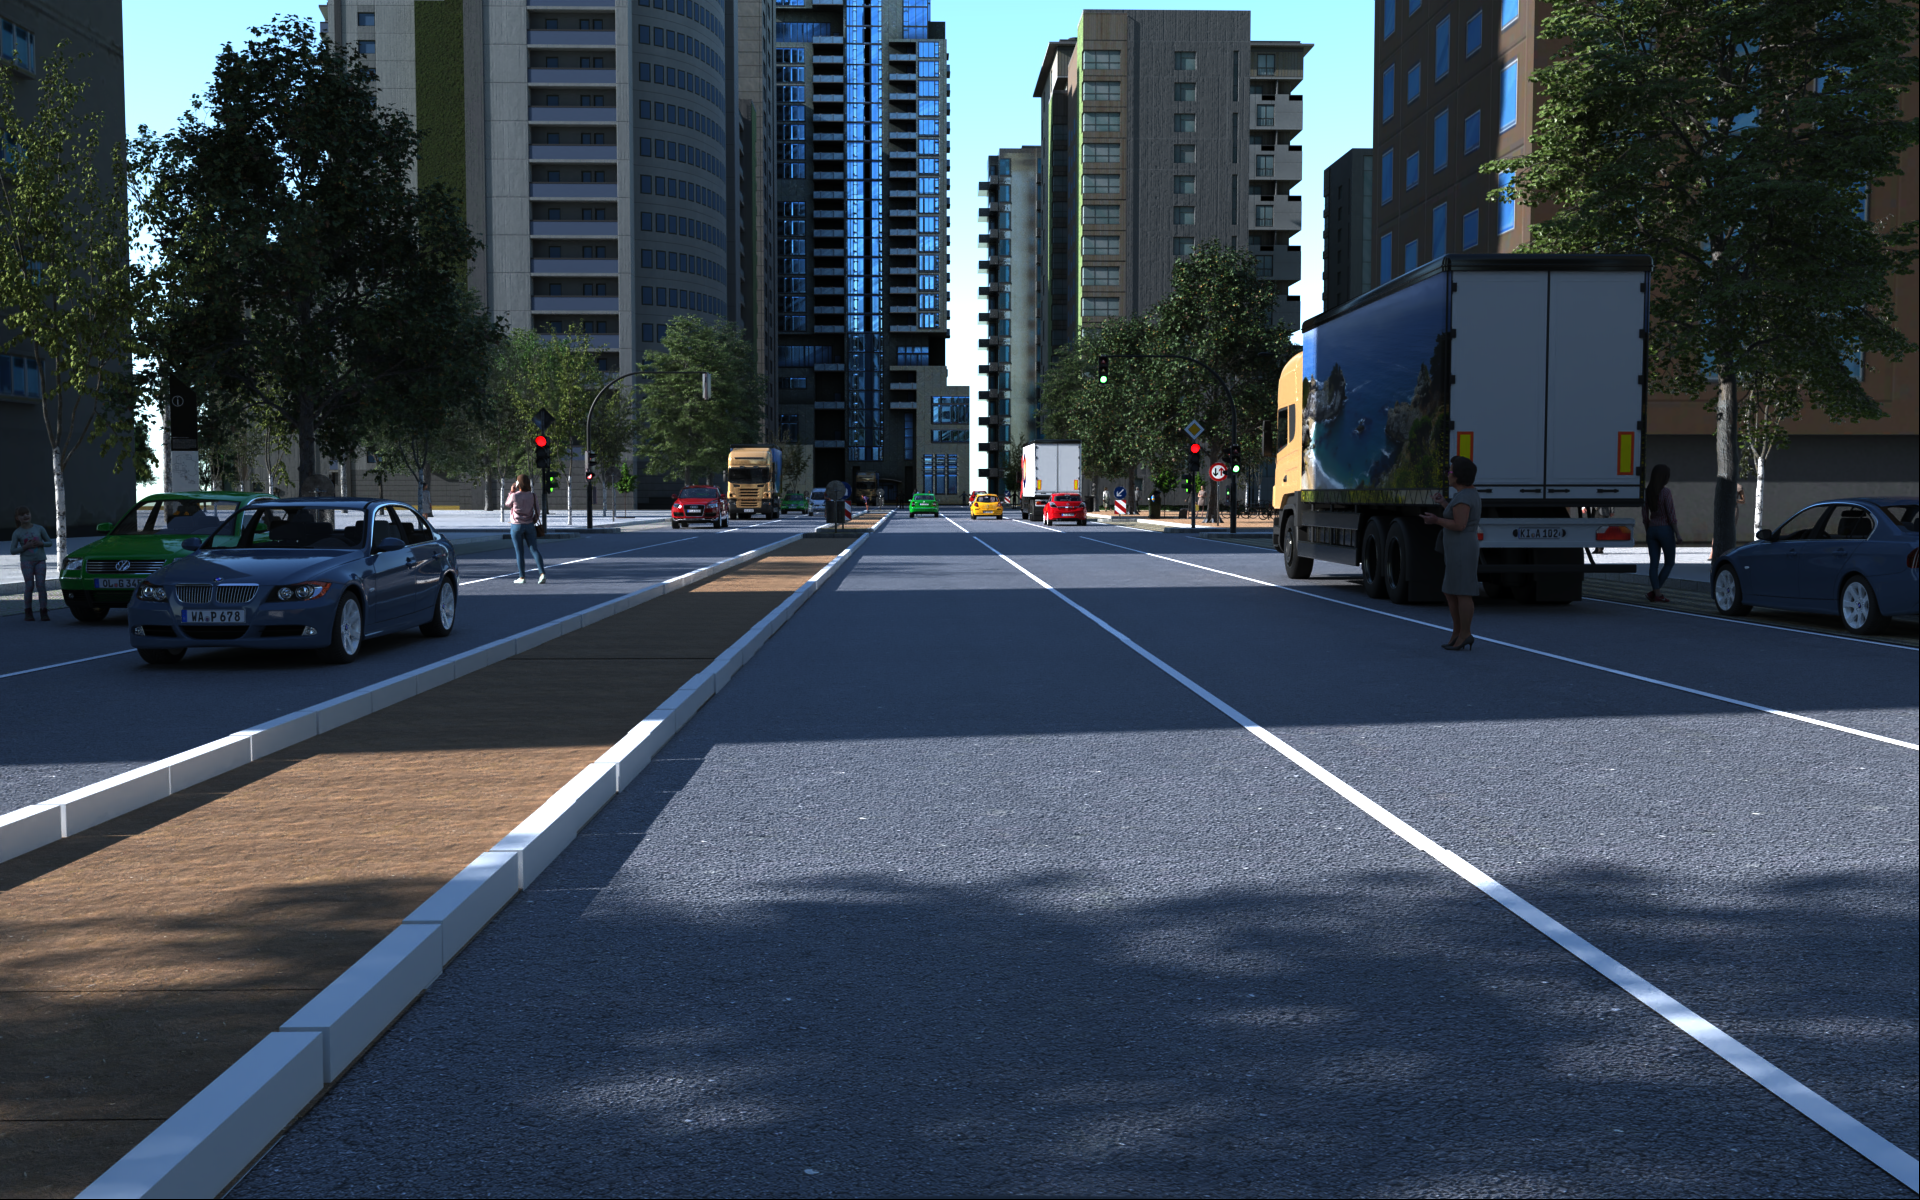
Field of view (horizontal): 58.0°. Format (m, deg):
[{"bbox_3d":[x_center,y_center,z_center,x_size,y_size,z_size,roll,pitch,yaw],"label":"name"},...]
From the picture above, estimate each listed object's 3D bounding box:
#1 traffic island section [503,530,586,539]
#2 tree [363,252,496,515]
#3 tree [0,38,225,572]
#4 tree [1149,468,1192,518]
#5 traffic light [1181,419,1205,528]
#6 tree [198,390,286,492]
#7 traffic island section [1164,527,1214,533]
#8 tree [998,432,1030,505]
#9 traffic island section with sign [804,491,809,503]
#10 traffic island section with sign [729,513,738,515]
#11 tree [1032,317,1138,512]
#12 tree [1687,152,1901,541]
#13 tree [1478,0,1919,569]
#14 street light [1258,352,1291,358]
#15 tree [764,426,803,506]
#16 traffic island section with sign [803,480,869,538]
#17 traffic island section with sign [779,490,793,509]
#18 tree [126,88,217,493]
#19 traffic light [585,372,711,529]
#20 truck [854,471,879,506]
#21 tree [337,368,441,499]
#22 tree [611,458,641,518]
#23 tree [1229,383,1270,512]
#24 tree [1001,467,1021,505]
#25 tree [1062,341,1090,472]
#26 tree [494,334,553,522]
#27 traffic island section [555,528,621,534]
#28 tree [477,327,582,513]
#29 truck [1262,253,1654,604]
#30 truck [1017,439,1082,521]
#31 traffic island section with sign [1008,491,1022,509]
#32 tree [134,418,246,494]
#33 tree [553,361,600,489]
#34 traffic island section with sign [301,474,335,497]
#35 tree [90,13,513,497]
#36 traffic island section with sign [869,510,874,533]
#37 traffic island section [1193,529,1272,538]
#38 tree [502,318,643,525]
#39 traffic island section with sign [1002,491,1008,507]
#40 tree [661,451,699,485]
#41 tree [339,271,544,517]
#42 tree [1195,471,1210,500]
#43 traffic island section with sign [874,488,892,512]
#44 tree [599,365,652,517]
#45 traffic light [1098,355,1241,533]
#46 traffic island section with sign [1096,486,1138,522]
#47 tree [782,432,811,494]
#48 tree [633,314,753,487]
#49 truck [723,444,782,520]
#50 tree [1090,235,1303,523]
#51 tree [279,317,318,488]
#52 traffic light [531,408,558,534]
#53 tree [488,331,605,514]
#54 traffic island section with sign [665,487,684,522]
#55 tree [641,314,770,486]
[{"bbox_3d":[-13.537,-2.083,56.341,2.009,0.180,2.903,0,4,-2],"label":"traffic island section"},{"bbox_3d":[-16.207,-6.200,51.732,4.360,8.622,3.978,0,3,0],"label":"tree"},{"bbox_3d":[-14.616,-4.766,28.280,4.737,8.622,4.395,0,3,0],"label":"tree"},{"bbox_3d":[10.962,-5.931,91.570,1.663,3.219,1.824,0,3,0],"label":"tree"},{"bbox_3d":[8.731,-4.643,64.834,0.839,4.253,0.868,0,4,-2],"label":"traffic light"},{"bbox_3d":[-42.873,-9.387,103.834,4.360,8.622,3.978,0,3,0],"label":"tree"},{"bbox_3d":[8.771,-2.610,64.949,2.009,0.180,2.903,0,4,-2],"label":"traffic island section"},{"bbox_3d":[6.681,-15.509,203.940,4.737,8.622,4.395,0,3,0],"label":"tree"},{"bbox_3d":[-17.068,-11.294,193.284,1.989,1.847,2.006,0,4,-2],"label":"traffic island section with sign"},{"bbox_3d":[-14.903,-6.605,116.626,1.989,1.847,2.006,0,4,-2],"label":"traffic island section with sign"},{"bbox_3d":[9.943,-13.432,126.276,9.857,13.997,8.962,0,3,0],"label":"tree"},{"bbox_3d":[17.194,-5.274,36.596,4.360,8.622,3.978,0,3,0],"label":"tree"},{"bbox_3d":[12.364,-6.750,28.484,7.486,12.596,7.792,0,3,0],"label":"tree"},{"bbox_3d":[10.448,-5.158,56.881,1.470,5.913,1.316,0,4,-2],"label":"street light"},{"bbox_3d":[-19.375,-14.491,187.296,4.360,8.622,3.978,0,3,0],"label":"tree"},{"bbox_3d":[-4.112,-2.979,56.839,2.006,1.907,1.989,0,4,-2],"label":"traffic island section with sign"},{"bbox_3d":[-16.295,-9.646,166.340,1.989,1.847,2.006,0,4,-2],"label":"traffic island section with sign"},{"bbox_3d":[-34.650,-13.636,78.837,12.611,20.169,13.585,0,3,0],"label":"tree"},{"bbox_3d":[-11.632,-5.481,64.283,4.771,5.953,1.251,0,4,-2],"label":"traffic light"},{"bbox_3d":[-11.207,-13.509,209.780,2.839,4.237,11.283,0,4,-1],"label":"truck"},{"bbox_3d":[-35.659,-10.553,106.959,8.767,10.594,7.601,0,4,2],"label":"tree"},{"bbox_3d":[-17.688,-5.940,91.727,1.663,3.219,1.824,0,3,0],"label":"tree"},{"bbox_3d":[18.975,-9.972,113.402,4.360,8.622,3.978,0,3,0],"label":"tree"},{"bbox_3d":[6.691,-13.916,211.233,4.285,4.588,4.351,0,3,0],"label":"tree"},{"bbox_3d":[10.596,-11.655,107.560,9.611,12.733,9.660,0,3,0],"label":"tree"},{"bbox_3d":[-21.217,-7.926,79.949,4.360,8.622,3.978,0,3,0],"label":"tree"},{"bbox_3d":[-13.761,-2.571,64.323,2.009,0.180,2.903,0,4,-2],"label":"traffic island section"},{"bbox_3d":[-29.495,-12.259,118.559,7.486,12.596,7.792,0,3,0],"label":"tree"},{"bbox_3d":[6.765,-2.256,25.805,2.839,4.237,11.283,0,4,-1],"label":"truck"},{"bbox_3d":[4.805,-6.449,94.352,2.839,4.237,11.283,0,4,-2],"label":"truck"},{"bbox_3d":[5.904,-9.679,166.882,1.989,1.847,2.006,0,4,-2],"label":"traffic island section with sign"},{"bbox_3d":[-58.474,-9.468,117.716,11.467,7.101,20.602,1,4,13],"label":"tree"},{"bbox_3d":[-21.050,-8.288,85.873,4.360,8.622,3.978,0,3,0],"label":"tree"},{"bbox_3d":[-12.581,-1.525,33.555,1.989,1.847,2.006,0,4,-2],"label":"traffic island section with sign"},{"bbox_3d":[-15.762,-7.633,41.811,9.611,12.733,9.660,0,3,0],"label":"tree"},{"bbox_3d":[-4.311,-3.432,64.243,2.006,1.907,1.989,0,4,-2],"label":"traffic island section with sign"},{"bbox_3d":[8.996,-2.122,56.967,2.009,0.180,2.903,0,4,-2],"label":"traffic island section"},{"bbox_3d":[-16.490,-7.436,71.940,4.737,8.622,4.395,0,3,0],"label":"tree"},{"bbox_3d":[5.146,-11.327,193.827,1.989,1.847,2.006,0,4,-2],"label":"traffic island section with sign"},{"bbox_3d":[-21.116,-11.352,135.960,4.737,8.622,4.395,0,3,0],"label":"tree"},{"bbox_3d":[-29.720,-11.592,96.184,9.857,13.997,8.962,0,3,0],"label":"tree"},{"bbox_3d":[18.556,-8.628,135.676,1.663,3.219,1.824,0,3,0],"label":"tree"},{"bbox_3d":[-6.434,-8.025,139.352,2.006,1.907,1.989,0,4,-2],"label":"traffic island section with sign"},{"bbox_3d":[-19.712,-8.958,96.828,4.360,8.622,3.978,0,3,0],"label":"tree"},{"bbox_3d":[6.867,-5.014,56.652,4.771,5.953,1.251,0,4,-2],"label":"traffic light"},{"bbox_3d":[8.082,-4.949,89.538,1.989,1.847,2.006,0,4,-2],"label":"traffic island section with sign"},{"bbox_3d":[-19.774,-15.692,206.929,4.737,8.622,4.395,0,3,0],"label":"tree"},{"bbox_3d":[-16.846,-11.697,109.371,7.486,12.596,7.792,0,3,0],"label":"tree"},{"bbox_3d":[-11.742,-6.754,99.335,2.839,4.237,11.283,0,4,-3],"label":"truck"},{"bbox_3d":[11.409,-9.781,76.926,9.611,12.733,9.660,0,3,0],"label":"tree"},{"bbox_3d":[-26.105,-7.079,66.108,4.737,8.622,4.395,0,3,0],"label":"tree"},{"bbox_3d":[-13.496,-4.115,56.207,0.839,4.253,0.868,0,4,-2],"label":"traffic light"},{"bbox_3d":[-26.229,-11.246,109.624,9.928,11.665,9.643,0,3,0],"label":"tree"},{"bbox_3d":[-14.138,-4.949,89.536,1.989,1.847,2.006,0,4,-2],"label":"traffic island section with sign"},{"bbox_3d":[-18.032,-13.297,124.062,9.857,13.997,8.962,0,3,0],"label":"tree"}]
